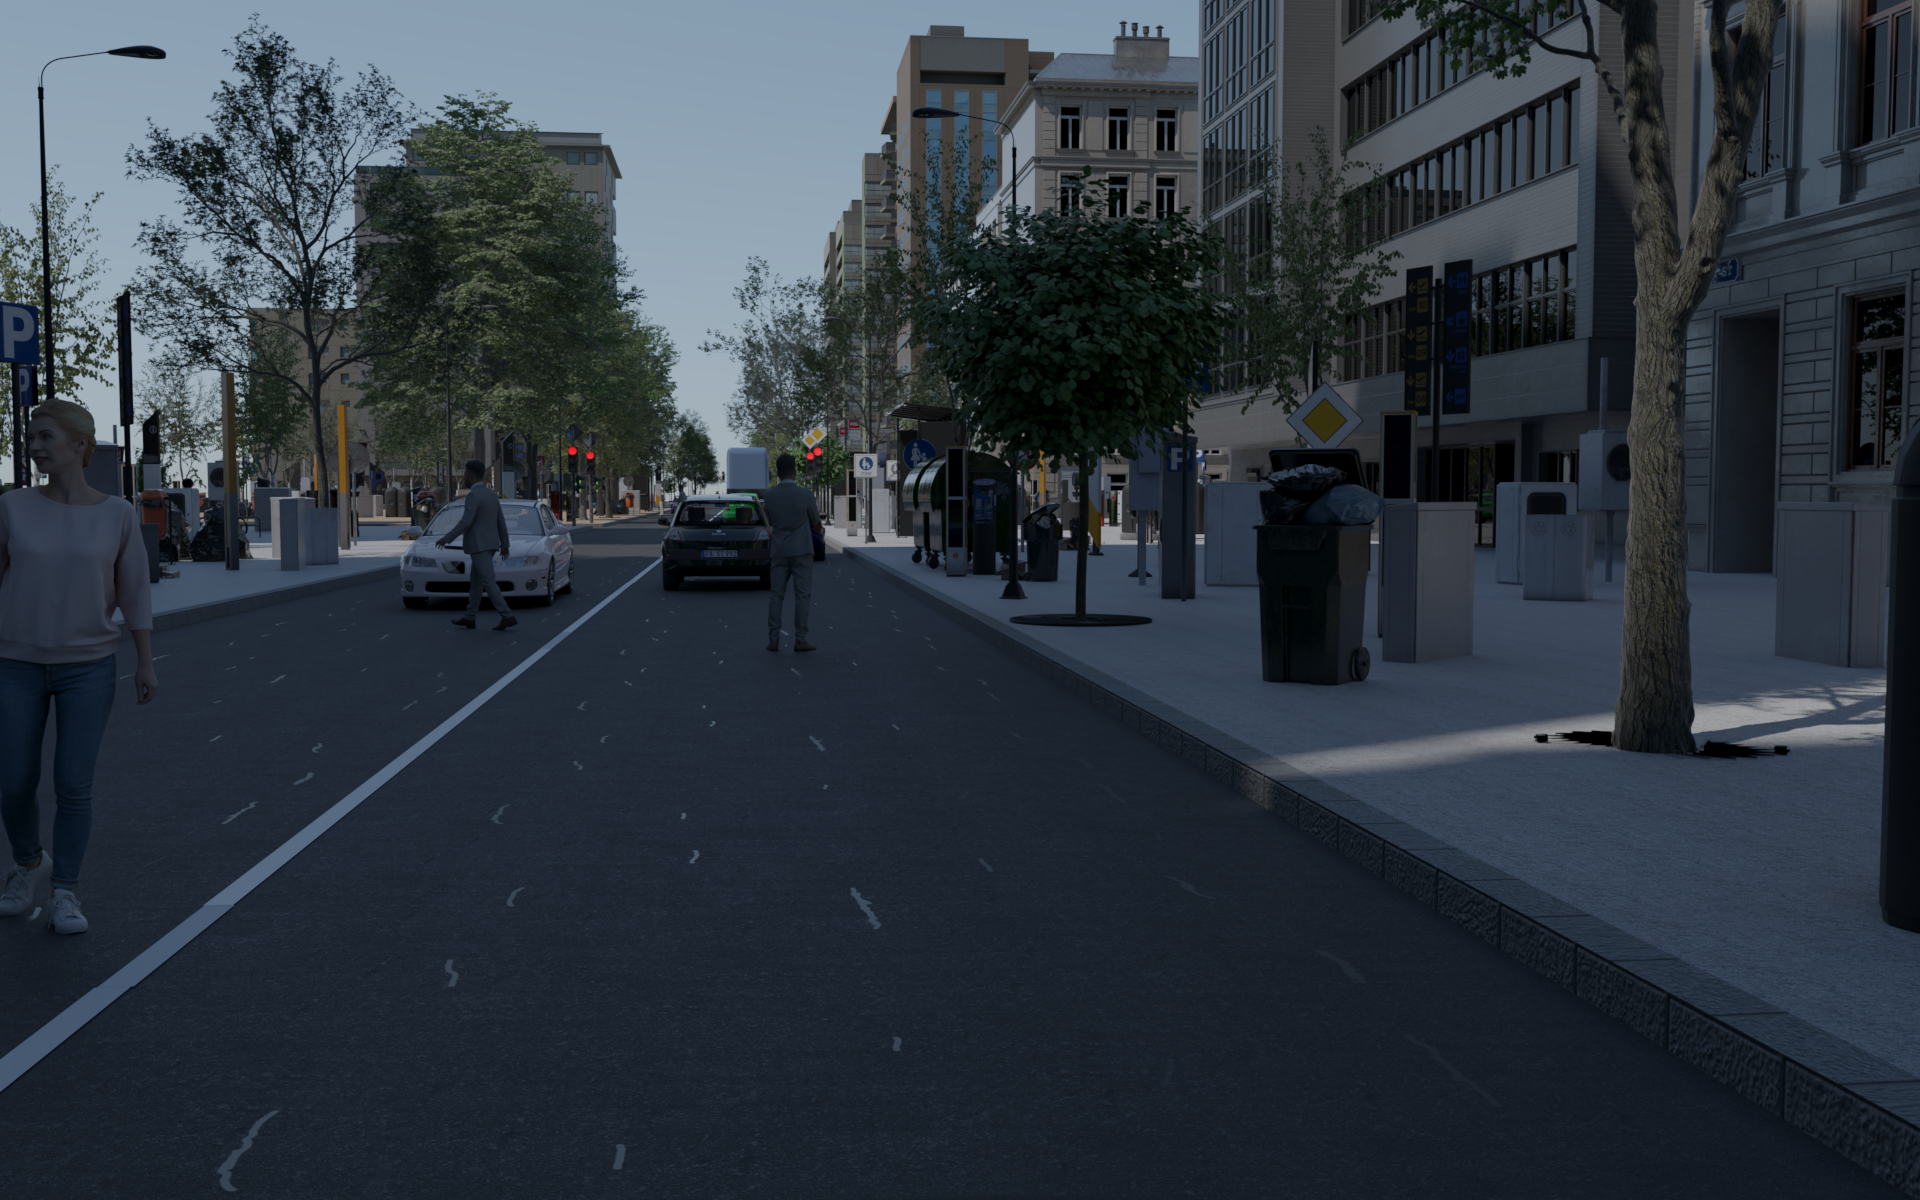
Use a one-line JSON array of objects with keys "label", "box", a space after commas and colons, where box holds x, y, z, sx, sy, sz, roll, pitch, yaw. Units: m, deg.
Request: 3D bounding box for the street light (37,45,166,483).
[{"label": "street light", "box": [-8.924, -2.783, 18.037, 1.470, 5.913, 1.316, 0, 4, -7]}]

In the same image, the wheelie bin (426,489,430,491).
[{"label": "wheelie bin", "box": [-35.414, -6.556, 115.096, 0.980, 1.594, 0.693, -3, 5, -44]}]

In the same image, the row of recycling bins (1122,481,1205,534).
[{"label": "row of recycling bins", "box": [6.586, -3.011, 56.341, 1.069, 1.692, 3.534, -3, 4, -38]}]

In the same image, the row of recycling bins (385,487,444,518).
[{"label": "row of recycling bins", "box": [-29.903, -5.368, 94.880, 3.534, 1.692, 1.069, 1, 4, 15]}]

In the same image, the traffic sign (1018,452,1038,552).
[{"label": "traffic sign", "box": [1.379, -2.328, 38.171, 0.768, 2.556, 0.104, 0, 4, -4]}]

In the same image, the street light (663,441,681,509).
[{"label": "street light", "box": [-25.548, -11.000, 152.389, 1.470, 5.913, 1.316, 0, 4, -7]}]

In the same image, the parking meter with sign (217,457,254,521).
[{"label": "parking meter with sign", "box": [-34.396, -5.218, 81.570, 1.738, 3.016, 0.543, 0, 4, 5]}]

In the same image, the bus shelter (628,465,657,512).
[{"label": "bus shelter", "box": [-23.621, -9.154, 127.305, 2.179, 5.291, 8.768, 0, 4, -7]}]

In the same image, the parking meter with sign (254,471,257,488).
[{"label": "parking meter with sign", "box": [-41.264, -6.435, 101.466, 0.543, 3.016, 1.738, -3, 5, -40]}]

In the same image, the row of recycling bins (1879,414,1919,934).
[{"label": "row of recycling bins", "box": [3.646, 0.200, 3.846, 1.069, 1.692, 3.534, -1, 4, -21]}]

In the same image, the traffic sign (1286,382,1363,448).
[{"label": "traffic sign", "box": [3.749, -1.021, 17.885, 0.795, 2.450, 0.064, 0, 4, 1]}]

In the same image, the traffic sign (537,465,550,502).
[{"label": "traffic sign", "box": [-18.357, -4.640, 75.977, 0.768, 2.556, 0.104, 0, 4, 2]}]

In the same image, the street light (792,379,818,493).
[{"label": "street light", "box": [-5.873, -5.946, 69.752, 1.470, 5.913, 1.316, 0, 4, -7]}]

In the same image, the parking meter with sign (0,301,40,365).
[{"label": "parking meter with sign", "box": [-9.450, -1.211, 16.057, 1.738, 3.016, 0.543, 1, 4, 11]}]

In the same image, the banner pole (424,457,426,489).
[{"label": "banner pole", "box": [-33.485, -7.246, 108.489, 0.401, 3.779, 0.863, -1, 4, -20]}]

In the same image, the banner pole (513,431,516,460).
[{"label": "banner pole", "box": [-17.662, -4.799, 68.478, 0.401, 3.779, 0.863, 0, 4, 1]}]

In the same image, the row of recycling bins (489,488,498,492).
[{"label": "row of recycling bins", "box": [-31.400, -6.644, 115.744, 1.069, 1.692, 3.534, -1, 4, -13]}]

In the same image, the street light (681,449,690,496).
[{"label": "street light", "box": [-28.643, -12.500, 176.919, 1.470, 5.913, 1.316, 0, 4, -7]}]

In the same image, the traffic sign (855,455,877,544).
[{"label": "traffic sign", "box": [-2.406, -2.585, 44.393, 0.606, 2.300, 0.079, 0, 4, -6]}]

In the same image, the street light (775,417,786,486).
[{"label": "street light", "box": [-10.163, -8.038, 103.963, 1.470, 5.913, 1.316, 0, 4, -7]}]

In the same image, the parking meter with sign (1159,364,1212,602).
[{"label": "parking meter with sign", "box": [2.713, -1.538, 21.405, 0.543, 3.016, 1.738, 0, 4, 3]}]

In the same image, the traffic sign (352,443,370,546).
[{"label": "traffic sign", "box": [-15.021, -2.620, 42.948, 0.768, 2.556, 0.104, 0, 4, -5]}]

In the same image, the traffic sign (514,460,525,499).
[{"label": "traffic sign", "box": [-16.746, -3.981, 65.200, 0.768, 2.556, 0.104, 0, 4, 0]}]

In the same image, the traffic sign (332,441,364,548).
[{"label": "traffic sign", "box": [-14.646, -2.529, 41.458, 0.768, 2.556, 0.104, 0, 4, 1]}]

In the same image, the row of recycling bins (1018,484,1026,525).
[{"label": "row of recycling bins", "box": [0.945, -3.913, 71.090, 3.534, 1.692, 1.069, 0, 4, -4]}]

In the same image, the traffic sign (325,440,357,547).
[{"label": "traffic sign", "box": [-15.039, -2.565, 41.935, 0.884, 2.594, 0.081, 0, 4, -3]}]

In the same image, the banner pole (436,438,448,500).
[{"label": "banner pole", "box": [-23.061, -5.339, 77.307, 0.401, 3.779, 0.863, 2, 4, 28]}]

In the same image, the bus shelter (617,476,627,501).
[{"label": "bus shelter", "box": [-27.085, -9.034, 141.625, 2.014, 3.302, 5.546, 0, 4, -7]}]

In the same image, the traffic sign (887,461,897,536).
[{"label": "traffic sign", "box": [-1.940, -3.124, 53.205, 0.606, 2.300, 0.079, 0, 4, 1]}]

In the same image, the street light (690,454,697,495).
[{"label": "street light", "box": [-31.711, -14.000, 201.448, 1.470, 5.913, 1.316, 0, 4, -7]}]

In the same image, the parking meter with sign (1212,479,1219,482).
[{"label": "parking meter with sign", "box": [9.340, -4.296, 66.493, 0.543, 3.016, 1.738, 2, 4, 25]}]

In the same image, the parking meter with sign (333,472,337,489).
[{"label": "parking meter with sign", "box": [-40.921, -7.194, 113.881, 0.543, 3.016, 1.738, 0, 4, -4]}]

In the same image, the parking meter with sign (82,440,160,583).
[{"label": "parking meter with sign", "box": [-12.216, -1.716, 24.321, 0.543, 3.016, 1.738, 3, 4, 38]}]

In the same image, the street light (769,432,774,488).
[{"label": "street light", "box": [-13.161, -9.515, 128.106, 1.470, 5.913, 1.316, 0, 4, -7]}]

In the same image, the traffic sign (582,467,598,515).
[{"label": "traffic sign", "box": [-17.113, -4.894, 80.125, 0.768, 2.556, 0.104, 0, 4, -6]}]

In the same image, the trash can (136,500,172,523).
[{"label": "trash can", "box": [-18.181, -1.680, 39.118, 0.748, 1.137, 0.748, 0, 3, 0]}]

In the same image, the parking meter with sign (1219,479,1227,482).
[{"label": "parking meter with sign", "box": [13.173, -5.611, 88.002, 1.738, 3.016, 0.543, -1, 4, -11]}]

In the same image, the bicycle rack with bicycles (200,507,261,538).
[{"label": "bicycle rack with bicycles", "box": [-21.716, -2.265, 50.417, 2.925, 0.926, 2.852, 2, 4, 27]}]

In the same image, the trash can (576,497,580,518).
[{"label": "trash can", "box": [-20.153, -4.865, 91.200, 0.748, 1.137, 0.748, 0, 3, 0]}]

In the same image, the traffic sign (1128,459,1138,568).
[{"label": "traffic sign", "box": [2.944, -1.725, 28.305, 0.768, 2.556, 0.104, 0, 4, 2]}]

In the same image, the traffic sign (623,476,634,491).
[{"label": "traffic sign", "box": [-22.825, -7.291, 119.310, 0.768, 2.556, 0.104, 0, 4, -2]}]

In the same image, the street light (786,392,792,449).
[{"label": "street light", "box": [-7.036, -6.503, 78.858, 1.470, 5.913, 1.316, 0, 4, -7]}]

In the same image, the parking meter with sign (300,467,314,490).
[{"label": "parking meter with sign", "box": [-42.870, -7.177, 113.608, 1.738, 3.016, 0.543, 2, 4, 29]}]

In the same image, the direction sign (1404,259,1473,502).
[{"label": "direction sign", "box": [4.712, -1.538, 17.151, 0.379, 3.537, 0.876, -2, 4, -29]}]

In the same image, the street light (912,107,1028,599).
[{"label": "street light", "box": [0.119, -2.965, 21.017, 1.470, 5.913, 1.316, 0, 4, -7]}]

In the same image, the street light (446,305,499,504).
[{"label": "street light", "box": [-12.034, -4.289, 42.662, 1.470, 5.913, 1.316, 0, 4, -7]}]

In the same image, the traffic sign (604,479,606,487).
[{"label": "traffic sign", "box": [-27.693, -8.341, 136.483, 0.768, 2.556, 0.104, 0, 4, -6]}]

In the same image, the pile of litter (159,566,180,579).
[{"label": "pile of litter", "box": [-12.733, -0.772, 26.591, 1.719, 0.858, 1.176, 3, 5, 43]}]

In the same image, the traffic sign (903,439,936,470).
[{"label": "traffic sign", "box": [-0.929, -2.432, 39.869, 0.768, 2.556, 0.104, 0, 4, -1]}]

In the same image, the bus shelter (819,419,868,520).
[{"label": "bus shelter", "box": [-6.040, -6.863, 89.836, 2.179, 5.291, 8.768, 0, 4, -7]}]

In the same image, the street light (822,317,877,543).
[{"label": "street light", "box": [-2.905, -4.469, 45.605, 1.470, 5.913, 1.316, 0, 4, -7]}]

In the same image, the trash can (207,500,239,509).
[{"label": "trash can", "box": [-18.066, -1.887, 42.504, 0.748, 1.137, 0.748, 0, 3, 0]}]

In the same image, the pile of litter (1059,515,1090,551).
[{"label": "pile of litter", "box": [2.477, -1.583, 39.847, 1.176, 0.858, 1.719, 1, 4, 19]}]

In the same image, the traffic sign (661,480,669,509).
[{"label": "traffic sign", "box": [-25.770, -9.244, 151.250, 0.768, 2.556, 0.104, 0, 4, 1]}]

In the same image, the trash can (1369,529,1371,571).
[{"label": "trash can", "box": [6.235, -0.975, 27.587, 0.748, 1.137, 0.748, 0, 3, 0]}]

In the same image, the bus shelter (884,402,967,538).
[{"label": "bus shelter", "box": [-0.964, -3.445, 47.615, 1.731, 3.624, 6.357, 0, 4, -7]}]

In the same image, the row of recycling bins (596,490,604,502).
[{"label": "row of recycling bins", "box": [-28.981, -8.513, 146.293, 3.534, 1.692, 1.069, 0, 4, -6]}]

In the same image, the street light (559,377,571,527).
[{"label": "street light", "box": [-14.993, -5.798, 67.341, 1.470, 5.913, 1.316, 0, 4, -7]}]
